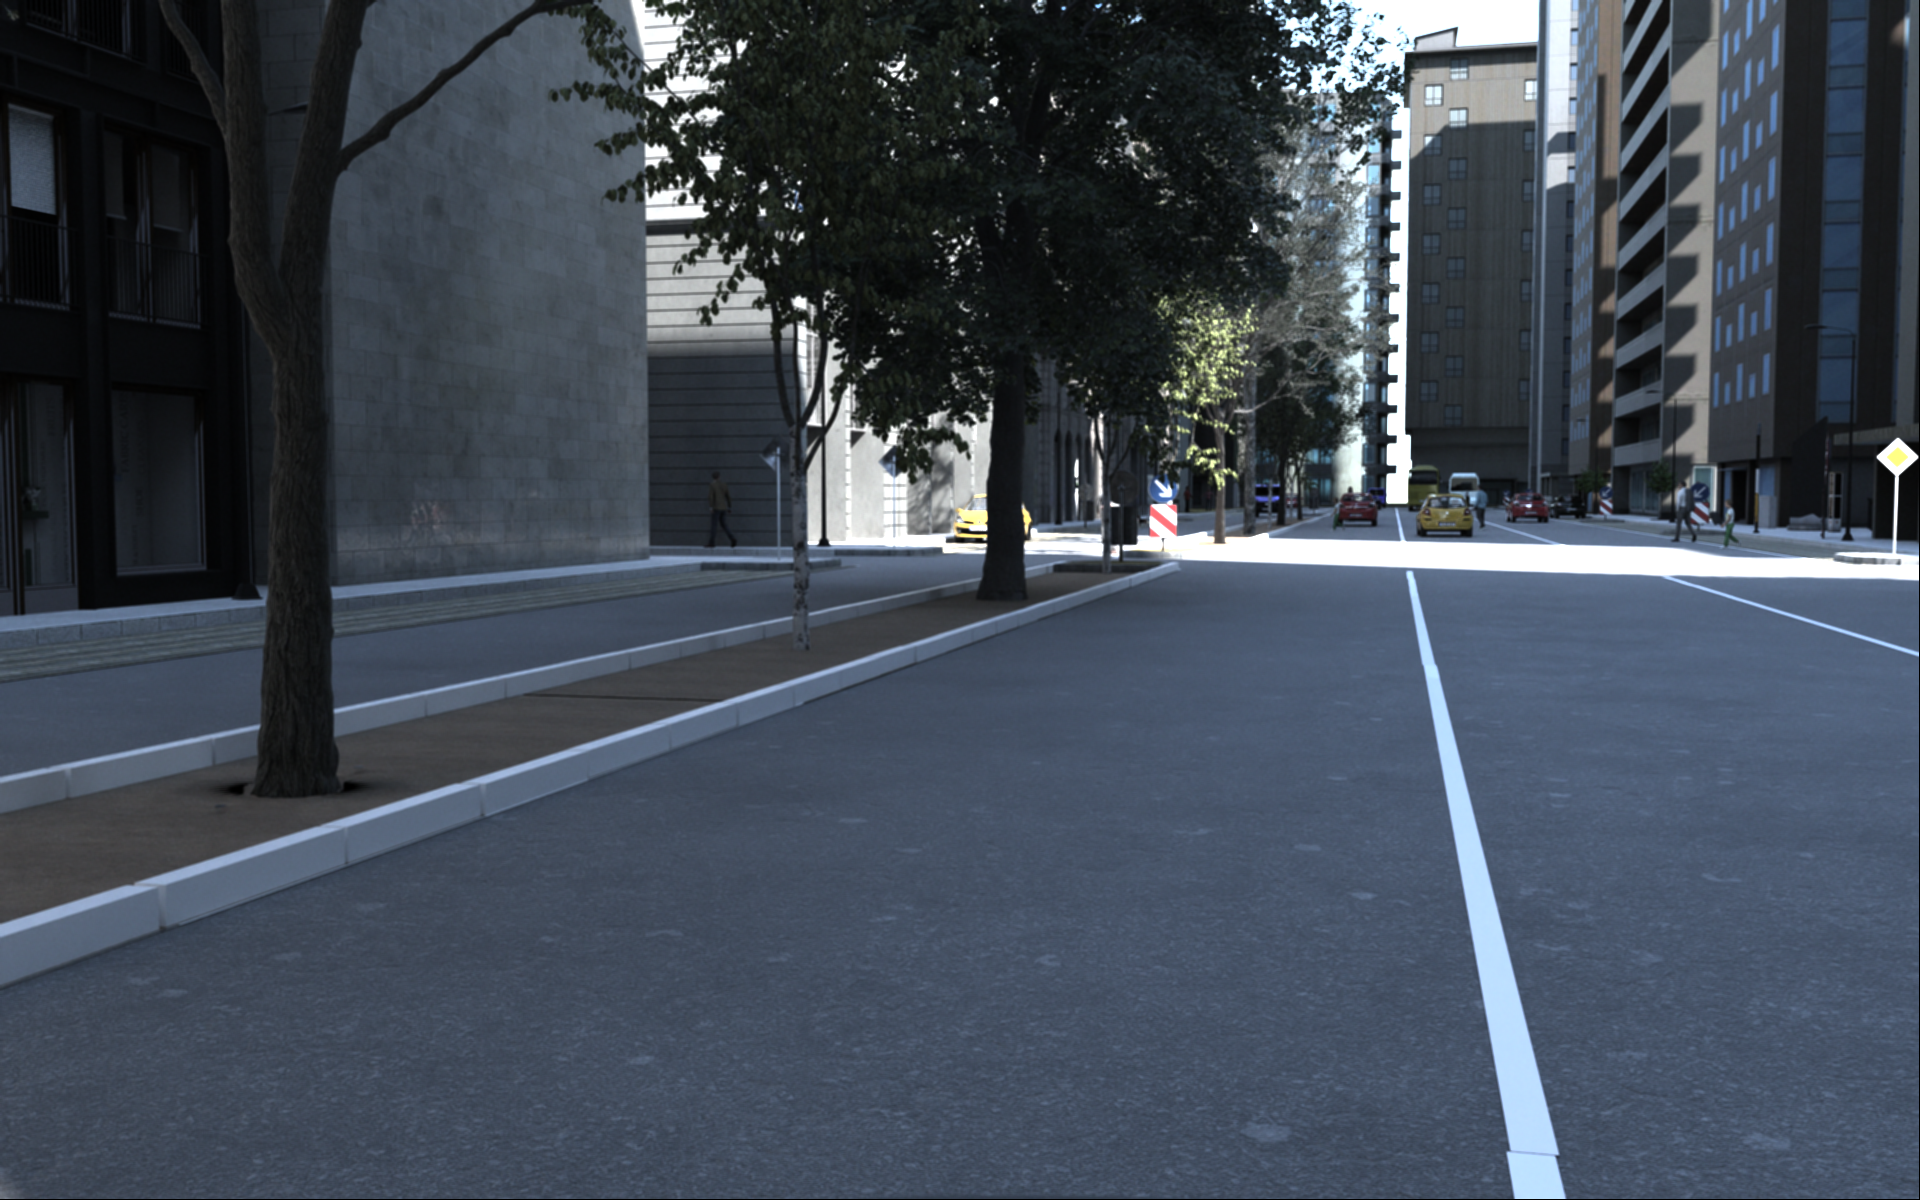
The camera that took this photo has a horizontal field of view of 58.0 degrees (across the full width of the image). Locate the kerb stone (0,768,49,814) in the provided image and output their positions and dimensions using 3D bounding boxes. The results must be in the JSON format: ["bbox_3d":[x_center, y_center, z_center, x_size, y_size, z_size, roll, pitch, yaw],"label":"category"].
[{"bbox_3d":[-4.354,0.894,7.617,0.120,0.150,1.000,1,4,14],"label":"kerb stone"}]

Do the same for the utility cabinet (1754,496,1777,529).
[{"bbox_3d":[30.086,-3.273,64.674,0.306,1.237,1.020,0,4,-6],"label":"utility cabinet"}]

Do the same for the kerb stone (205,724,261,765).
[{"bbox_3d":[-3.848,0.771,9.597,0.120,0.150,1.000,1,4,14],"label":"kerb stone"}]

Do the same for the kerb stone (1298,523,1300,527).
[{"bbox_3d":[14.006,-3.065,72.334,0.120,0.150,1.000,1,4,14],"label":"kerb stone"}]

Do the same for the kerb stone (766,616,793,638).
[{"bbox_3d":[-1.858,0.283,17.562,0.120,0.150,1.000,1,4,14],"label":"kerb stone"}]

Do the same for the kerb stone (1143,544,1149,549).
[{"bbox_3d":[4.497,-1.271,42.977,0.120,0.150,1.000,1,4,14],"label":"kerb stone"}]

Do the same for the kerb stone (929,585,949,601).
[{"bbox_3d":[-0.362,-0.082,23.539,0.120,0.150,1.000,1,4,14],"label":"kerb stone"}]

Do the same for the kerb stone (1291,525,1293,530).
[{"bbox_3d":[12.759,-2.763,67.364,0.120,0.150,1.000,1,4,14],"label":"kerb stone"}]

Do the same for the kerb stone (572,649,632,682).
[{"bbox_3d":[-2.866,0.527,13.587,0.120,0.150,1.000,1,4,14],"label":"kerb stone"}]

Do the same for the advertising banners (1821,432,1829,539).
[{"bbox_3d":[24.926,-3.286,49.918,0.090,3.025,2.074,2,4,25],"label":"advertising banners"}]

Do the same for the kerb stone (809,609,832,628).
[{"bbox_3d":[-1.611,0.227,18.562,0.120,0.150,1.000,1,4,14],"label":"kerb stone"}]

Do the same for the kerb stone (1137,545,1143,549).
[{"bbox_3d":[4.244,-1.210,41.983,0.120,0.150,1.000,1,4,14],"label":"kerb stone"}]

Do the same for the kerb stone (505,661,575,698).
[{"bbox_3d":[-3.102,0.588,12.588,0.120,0.150,1.000,1,4,14],"label":"kerb stone"}]

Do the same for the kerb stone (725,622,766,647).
[{"bbox_3d":[-2.114,0.344,16.568,0.120,0.150,1.000,1,4,14],"label":"kerb stone"}]

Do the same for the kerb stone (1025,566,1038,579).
[{"bbox_3d":[1.129,-0.447,29.510,0.120,0.150,1.000,1,4,14],"label":"kerb stone"}]

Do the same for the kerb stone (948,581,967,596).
[{"bbox_3d":[-0.120,-0.143,24.535,0.120,0.150,1.000,1,4,14],"label":"kerb stone"}]

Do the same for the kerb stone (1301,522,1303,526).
[{"bbox_3d":[14.503,-3.184,74.321,0.120,0.150,1.000,1,4,14],"label":"kerb stone"}]

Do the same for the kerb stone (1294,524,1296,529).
[{"bbox_3d":[13.257,-2.879,69.348,0.120,0.150,1.000,1,4,14],"label":"kerb stone"}]

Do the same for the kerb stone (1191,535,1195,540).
[{"bbox_3d":[6.980,-1.880,52.937,0.120,0.150,1.000,1,4,14],"label":"kerb stone"}]

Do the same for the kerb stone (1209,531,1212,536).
[{"bbox_3d":[8.230,-2.185,57.913,0.120,0.150,1.000,1,4,14],"label":"kerb stone"}]

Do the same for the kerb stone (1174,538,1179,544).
[{"bbox_3d":[5.990,-1.634,48.949,0.120,0.150,1.000,1,4,14],"label":"kerb stone"}]

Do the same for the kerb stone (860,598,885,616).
[{"bbox_3d":[-1.115,0.102,20.557,0.120,0.150,1.000,1,4,14],"label":"kerb stone"}]

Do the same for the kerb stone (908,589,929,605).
[{"bbox_3d":[-0.619,-0.021,22.541,0.120,0.150,1.000,1,4,14],"label":"kerb stone"}]

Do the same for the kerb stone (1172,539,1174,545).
[{"bbox_3d":[5.736,-1.575,47.959,0.120,0.150,1.000,1,4,14],"label":"kerb stone"}]

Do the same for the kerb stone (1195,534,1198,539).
[{"bbox_3d":[7.226,-1.938,53.930,0.120,0.150,1.000,1,4,14],"label":"kerb stone"}]

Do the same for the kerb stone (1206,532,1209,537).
[{"bbox_3d":[7.979,-2.124,56.922,0.120,0.150,1.000,1,4,14],"label":"kerb stone"}]

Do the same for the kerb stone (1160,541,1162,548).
[{"bbox_3d":[5.240,-1.453,45.966,0.120,0.150,1.000,1,4,14],"label":"kerb stone"}]

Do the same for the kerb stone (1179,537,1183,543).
[{"bbox_3d":[6.233,-1.697,49.943,0.120,0.150,1.000,1,4,14],"label":"kerb stone"}]

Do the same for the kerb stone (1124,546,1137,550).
[{"bbox_3d":[4.005,-1.149,40.988,0.120,0.150,1.000,1,4,14],"label":"kerb stone"}]

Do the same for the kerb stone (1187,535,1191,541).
[{"bbox_3d":[6.731,-1.816,51.934,0.120,0.150,1.000,1,4,14],"label":"kerb stone"}]

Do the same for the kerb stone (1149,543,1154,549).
[{"bbox_3d":[4.744,-1.332,43.982,0.120,0.150,1.000,1,4,14],"label":"kerb stone"}]

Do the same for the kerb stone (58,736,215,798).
[{"bbox_3d":[-4.097,0.831,8.605,0.120,0.150,1.000,1,4,14],"label":"kerb stone"}]

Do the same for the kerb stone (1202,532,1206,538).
[{"bbox_3d":[7.734,-2.060,55.920,0.120,0.150,1.000,1,4,14],"label":"kerb stone"}]

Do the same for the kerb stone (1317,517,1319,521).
[{"bbox_3d":[18.478,-4.162,90.246,0.120,0.150,1.000,1,4,14],"label":"kerb stone"}]

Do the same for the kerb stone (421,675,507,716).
[{"bbox_3d":[-3.351,0.648,11.596,0.120,0.150,1.000,1,4,14],"label":"kerb stone"}]

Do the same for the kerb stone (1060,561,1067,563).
[{"bbox_3d":[1.869,-0.630,32.488,0.120,0.150,1.000,1,4,14],"label":"kerb stone"}]

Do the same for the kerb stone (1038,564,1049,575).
[{"bbox_3d":[1.371,-0.508,30.503,0.120,0.150,1.000,1,4,14],"label":"kerb stone"}]

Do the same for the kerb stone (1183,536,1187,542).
[{"bbox_3d":[6.486,-1.751,50.942,0.120,0.150,1.000,1,4,14],"label":"kerb stone"}]

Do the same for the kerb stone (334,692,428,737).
[{"bbox_3d":[-3.602,0.709,10.605,0.120,0.150,1.000,1,4,14],"label":"kerb stone"}]

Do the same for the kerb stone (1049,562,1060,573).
[{"bbox_3d":[1.629,-0.569,31.492,0.120,0.150,1.000,1,4,14],"label":"kerb stone"}]

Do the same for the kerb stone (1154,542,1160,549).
[{"bbox_3d":[4.993,-1.393,44.974,0.120,0.150,1.000,1,4,14],"label":"kerb stone"}]

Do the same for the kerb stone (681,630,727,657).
[{"bbox_3d":[-2.363,0.405,15.568,0.120,0.150,1.000,1,4,14],"label":"kerb stone"}]

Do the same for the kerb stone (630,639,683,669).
[{"bbox_3d":[-2.610,0.466,14.577,0.120,0.150,1.000,1,4,14],"label":"kerb stone"}]

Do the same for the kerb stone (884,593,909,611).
[{"bbox_3d":[-0.862,0.040,21.547,0.120,0.150,1.000,1,4,14],"label":"kerb stone"}]

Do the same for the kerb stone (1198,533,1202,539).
[{"bbox_3d":[7.486,-1.999,54.919,0.120,0.150,1.000,1,4,14],"label":"kerb stone"}]

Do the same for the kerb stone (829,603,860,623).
[{"bbox_3d":[-1.365,0.161,19.561,0.120,0.150,1.000,1,4,14],"label":"kerb stone"}]

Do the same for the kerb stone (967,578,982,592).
[{"bbox_3d":[0.131,-0.204,25.526,0.120,0.150,1.000,1,4,14],"label":"kerb stone"}]
